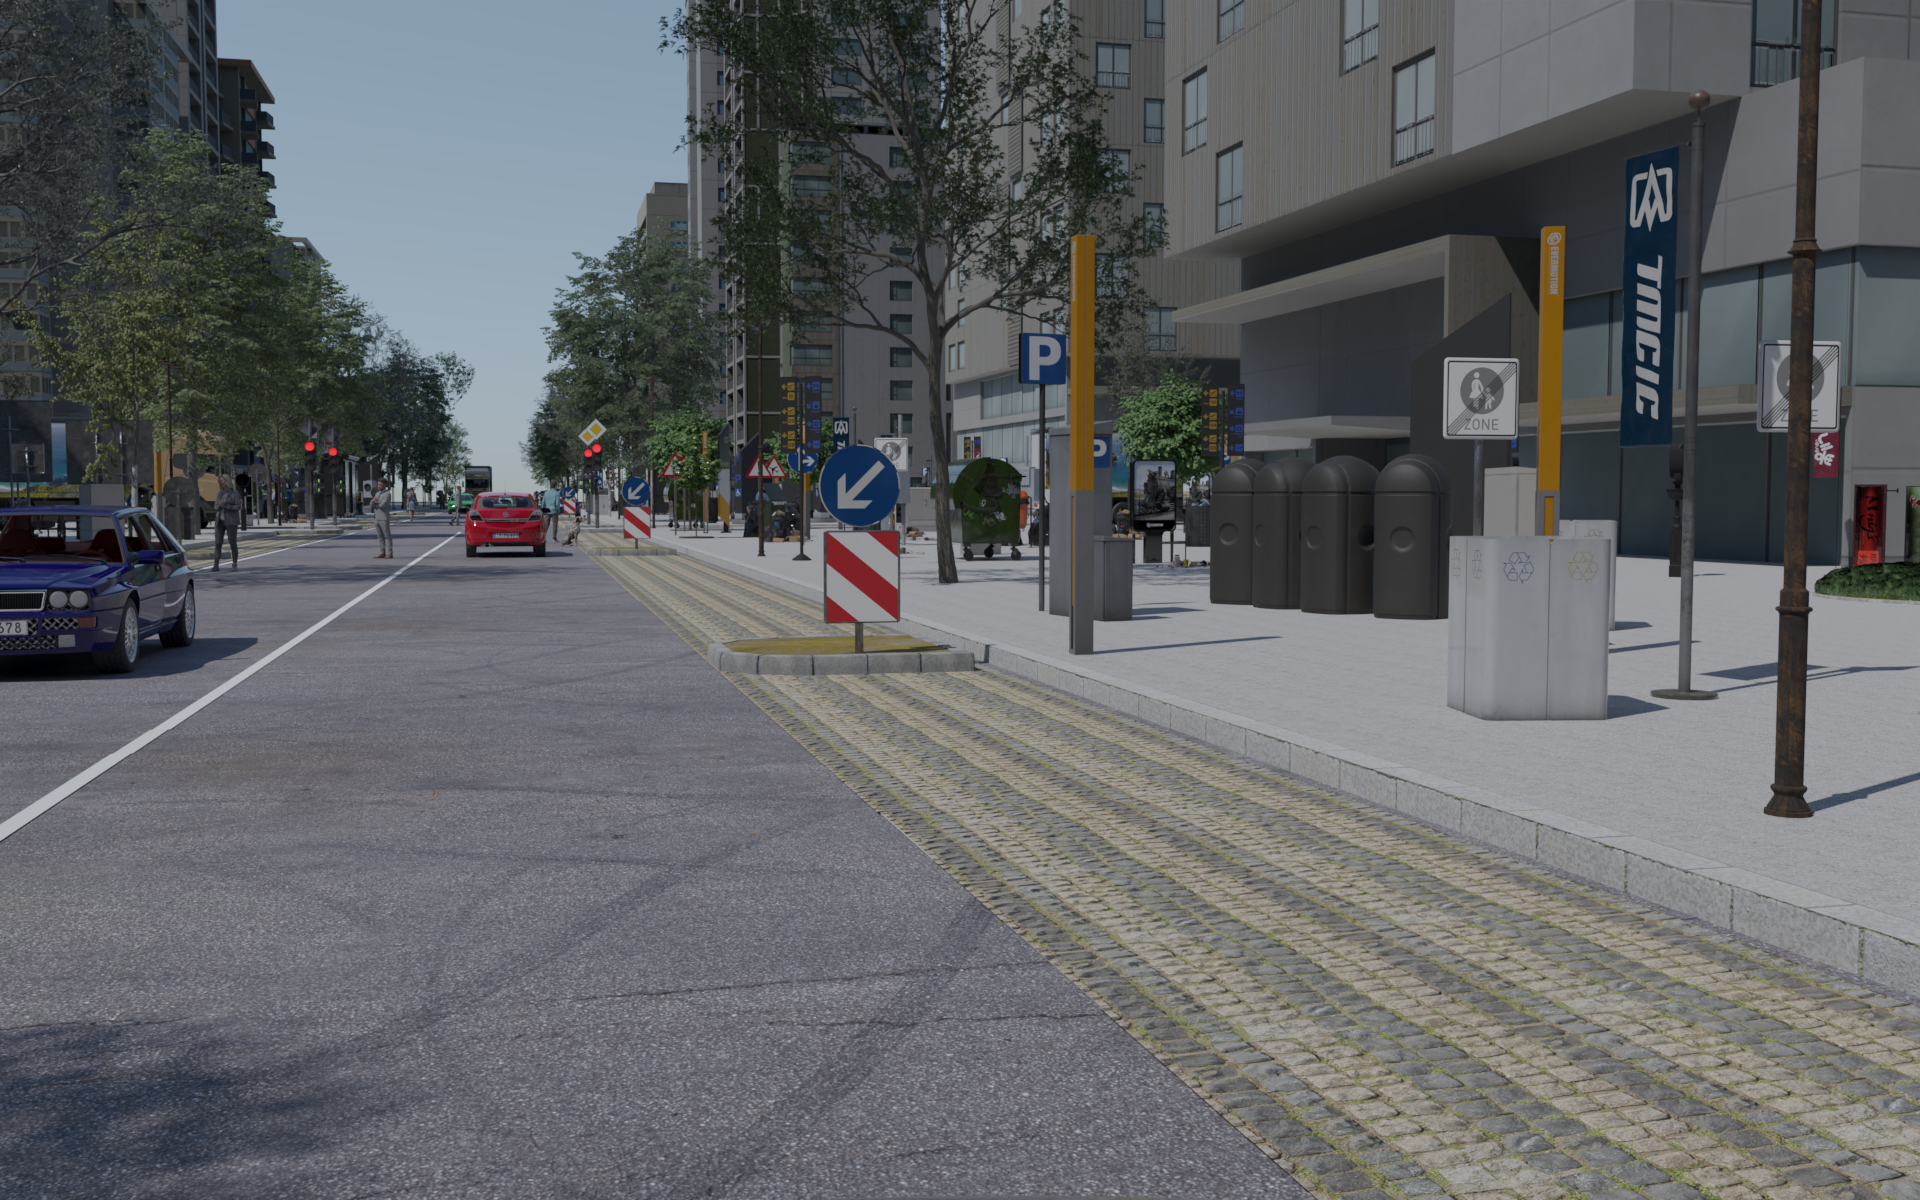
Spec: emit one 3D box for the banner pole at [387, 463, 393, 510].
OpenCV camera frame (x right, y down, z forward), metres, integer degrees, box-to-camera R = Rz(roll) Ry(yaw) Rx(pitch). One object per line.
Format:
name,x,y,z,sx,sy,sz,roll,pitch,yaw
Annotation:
banner pole,-45.944,-9.157,139.730,0.401,3.779,0.863,1,4,19

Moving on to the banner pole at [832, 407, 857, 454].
banner pole,-3.240,-3.647,49.653,0.863,3.779,0.401,0,4,2

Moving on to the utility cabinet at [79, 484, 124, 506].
utility cabinet,-19.308,-1.853,38.973,0.318,1.500,1.173,1,4,8

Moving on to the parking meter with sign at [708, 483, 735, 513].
parking meter with sign,-14.997,-6.905,109.157,0.543,3.016,1.738,3,4,38

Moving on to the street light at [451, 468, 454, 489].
street light,-74.189,-17.151,253.212,0.468,5.910,1.993,-1,4,-14

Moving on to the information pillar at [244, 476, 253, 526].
information pillar,-28.346,-3.940,68.914,0.304,2.012,0.304,-3,5,-43

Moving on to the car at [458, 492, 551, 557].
car,-10.724,-1.943,40.811,2.155,1.783,4.494,-1,4,-15

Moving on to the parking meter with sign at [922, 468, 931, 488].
parking meter with sign,-2.168,-7.187,113.763,0.543,3.016,1.738,0,4,-6

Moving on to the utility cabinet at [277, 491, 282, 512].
utility cabinet,-53.334,-7.781,135.892,1.173,1.500,0.318,-2,4,-34

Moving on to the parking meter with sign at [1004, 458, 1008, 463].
parking meter with sign,1.427,-5.267,82.375,1.738,3.016,0.543,-3,4,-37

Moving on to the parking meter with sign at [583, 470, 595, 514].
parking meter with sign,-26.359,-7.736,122.740,0.543,3.016,1.738,-1,4,-14

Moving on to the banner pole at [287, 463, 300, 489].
banner pole,-43.671,-7.567,113.739,0.863,3.779,0.401,1,4,21

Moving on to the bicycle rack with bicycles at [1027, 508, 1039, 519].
bicycle rack with bicycles,3.809,-4.046,79.536,2.925,0.926,2.852,-3,4,-38

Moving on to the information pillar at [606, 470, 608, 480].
information pillar,-29.450,-9.397,145.001,0.504,3.616,0.183,3,4,38

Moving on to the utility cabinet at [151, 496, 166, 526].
utility cabinet,-28.583,-3.083,61.571,1.020,1.237,0.306,3,5,40

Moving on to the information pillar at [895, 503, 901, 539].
information pillar,-1.695,-2.750,49.449,0.304,2.012,0.304,0,4,6

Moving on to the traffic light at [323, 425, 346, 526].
traffic light,-25.259,-4.956,69.946,0.839,4.253,0.868,-1,4,-14

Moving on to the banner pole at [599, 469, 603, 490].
banner pole,-25.361,-8.060,121.802,0.863,3.779,0.401,3,4,37

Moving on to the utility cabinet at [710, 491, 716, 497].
utility cabinet,-18.004,-7.192,126.267,1.173,1.500,0.318,-1,4,-16

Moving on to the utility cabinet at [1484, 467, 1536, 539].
utility cabinet,4.692,-0.361,14.578,0.318,1.500,1.173,0,4,5

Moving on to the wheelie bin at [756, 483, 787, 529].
wheelie bin,-5.443,-2.554,49.674,0.693,1.594,0.980,3,4,38

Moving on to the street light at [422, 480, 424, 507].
street light,-53.738,-12.261,173.246,0.468,5.910,1.993,-1,4,-14

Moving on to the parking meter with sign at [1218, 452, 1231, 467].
parking meter with sign,11.130,-4.528,70.287,0.543,3.016,1.738,-1,4,-21

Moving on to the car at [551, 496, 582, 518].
car,-23.683,-5.589,103.961,1.945,1.354,3.894,-1,4,-14

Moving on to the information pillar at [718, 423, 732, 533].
information pillar,-7.769,-4.016,57.017,0.183,3.616,0.504,2,4,34

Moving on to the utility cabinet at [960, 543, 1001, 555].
utility cabinet,0.448,-1.552,36.544,0.306,1.237,1.020,3,5,42

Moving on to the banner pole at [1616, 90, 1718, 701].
banner pole,4.498,-1.287,11.053,0.401,3.779,0.863,-1,4,-21

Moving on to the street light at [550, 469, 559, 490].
street light,-56.697,-16.485,242.311,0.468,5.910,1.993,-1,4,-14

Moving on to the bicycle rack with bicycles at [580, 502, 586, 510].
bicycle rack with bicycles,-29.397,-7.724,139.674,2.925,0.926,2.852,-3,5,-40

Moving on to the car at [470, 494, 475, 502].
car,-42.247,-8.329,148.178,2.014,1.417,4.499,-1,4,-13

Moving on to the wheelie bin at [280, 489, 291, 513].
wheelie bin,-44.610,-6.536,114.777,0.980,1.594,0.693,-1,4,-15

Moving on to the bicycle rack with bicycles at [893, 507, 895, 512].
bicycle rack with bicycles,-4.068,-5.013,95.351,2.852,0.926,2.925,1,4,10

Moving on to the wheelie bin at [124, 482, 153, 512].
wheelie bin,-21.700,-2.318,45.814,0.693,1.594,0.980,-2,4,-28

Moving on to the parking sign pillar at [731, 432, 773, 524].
parking sign pillar,-9.070,-5.236,74.074,1.447,3.967,1.447,2,4,34

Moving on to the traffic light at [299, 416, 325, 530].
traffic light,-23.286,-4.482,62.207,0.839,4.253,0.868,-1,4,-14

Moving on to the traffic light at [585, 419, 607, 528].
traffic light,-13.588,-4.634,64.687,0.839,4.253,0.868,-1,4,-14

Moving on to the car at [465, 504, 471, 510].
car,-16.694,-3.086,62.261,2.131,1.459,4.920,-1,4,-15

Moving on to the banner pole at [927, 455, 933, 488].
banner pole,-1.947,-7.428,111.469,0.401,3.779,0.863,2,4,30

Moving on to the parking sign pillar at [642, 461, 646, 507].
parking sign pillar,-21.660,-7.970,118.774,1.447,3.967,1.447,0,4,5

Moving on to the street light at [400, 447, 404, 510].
street light,-46.306,-10.463,143.850,0.468,5.910,1.993,-1,4,-14

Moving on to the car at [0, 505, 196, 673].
car,-7.772,-0.140,14.863,1.945,1.354,3.894,-1,4,-14

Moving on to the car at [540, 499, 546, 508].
car,-35.690,-8.476,151.160,1.945,1.354,3.894,-1,4,-14

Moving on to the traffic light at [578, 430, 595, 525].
traffic light,-15.561,-5.107,72.425,0.839,4.253,0.868,-1,4,-14

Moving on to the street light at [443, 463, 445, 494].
street light,-66.801,-15.392,224.439,0.468,5.910,1.993,-1,4,-14

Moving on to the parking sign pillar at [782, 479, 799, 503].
parking sign pillar,-10.204,-7.189,106.019,1.447,3.967,1.447,0,4,7

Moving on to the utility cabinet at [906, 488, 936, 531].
utility cabinet,-1.319,-3.069,58.853,1.173,1.500,0.318,-1,4,-23

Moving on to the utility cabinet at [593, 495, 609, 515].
utility cabinet,-21.798,-5.759,105.329,1.020,1.237,0.306,0,4,3

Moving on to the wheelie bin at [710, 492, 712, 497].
wheelie bin,-17.049,-6.630,116.303,0.693,1.594,0.980,-2,4,-35

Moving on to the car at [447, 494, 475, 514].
car,-35.510,-7.001,123.258,1.959,1.807,4.718,-1,4,-15

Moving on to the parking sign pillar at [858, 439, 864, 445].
parking sign pillar,-4.522,-5.957,85.874,1.447,3.967,1.447,2,4,32

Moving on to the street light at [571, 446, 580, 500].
street light,-32.134,-10.557,145.397,0.468,5.910,1.993,-1,4,-14

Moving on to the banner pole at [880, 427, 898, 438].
banner pole,-2.569,-4.551,64.420,0.863,3.779,0.401,0,4,7

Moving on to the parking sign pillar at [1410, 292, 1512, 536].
parking sign pillar,6.840,-2.153,23.668,1.447,3.967,1.447,2,4,25

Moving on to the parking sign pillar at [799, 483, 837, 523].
parking sign pillar,-6.238,-5.465,77.831,1.447,3.967,1.447,-1,4,-20

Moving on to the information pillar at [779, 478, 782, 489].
information pillar,-15.152,-9.458,145.990,0.183,3.616,0.504,-2,4,-25

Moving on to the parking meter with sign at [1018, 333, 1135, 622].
parking meter with sign,1.249,-1.338,18.140,0.543,3.016,1.738,-2,4,-25

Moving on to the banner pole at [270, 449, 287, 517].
banner pole,-37.482,-6.410,94.827,0.401,3.779,0.863,1,4,16
